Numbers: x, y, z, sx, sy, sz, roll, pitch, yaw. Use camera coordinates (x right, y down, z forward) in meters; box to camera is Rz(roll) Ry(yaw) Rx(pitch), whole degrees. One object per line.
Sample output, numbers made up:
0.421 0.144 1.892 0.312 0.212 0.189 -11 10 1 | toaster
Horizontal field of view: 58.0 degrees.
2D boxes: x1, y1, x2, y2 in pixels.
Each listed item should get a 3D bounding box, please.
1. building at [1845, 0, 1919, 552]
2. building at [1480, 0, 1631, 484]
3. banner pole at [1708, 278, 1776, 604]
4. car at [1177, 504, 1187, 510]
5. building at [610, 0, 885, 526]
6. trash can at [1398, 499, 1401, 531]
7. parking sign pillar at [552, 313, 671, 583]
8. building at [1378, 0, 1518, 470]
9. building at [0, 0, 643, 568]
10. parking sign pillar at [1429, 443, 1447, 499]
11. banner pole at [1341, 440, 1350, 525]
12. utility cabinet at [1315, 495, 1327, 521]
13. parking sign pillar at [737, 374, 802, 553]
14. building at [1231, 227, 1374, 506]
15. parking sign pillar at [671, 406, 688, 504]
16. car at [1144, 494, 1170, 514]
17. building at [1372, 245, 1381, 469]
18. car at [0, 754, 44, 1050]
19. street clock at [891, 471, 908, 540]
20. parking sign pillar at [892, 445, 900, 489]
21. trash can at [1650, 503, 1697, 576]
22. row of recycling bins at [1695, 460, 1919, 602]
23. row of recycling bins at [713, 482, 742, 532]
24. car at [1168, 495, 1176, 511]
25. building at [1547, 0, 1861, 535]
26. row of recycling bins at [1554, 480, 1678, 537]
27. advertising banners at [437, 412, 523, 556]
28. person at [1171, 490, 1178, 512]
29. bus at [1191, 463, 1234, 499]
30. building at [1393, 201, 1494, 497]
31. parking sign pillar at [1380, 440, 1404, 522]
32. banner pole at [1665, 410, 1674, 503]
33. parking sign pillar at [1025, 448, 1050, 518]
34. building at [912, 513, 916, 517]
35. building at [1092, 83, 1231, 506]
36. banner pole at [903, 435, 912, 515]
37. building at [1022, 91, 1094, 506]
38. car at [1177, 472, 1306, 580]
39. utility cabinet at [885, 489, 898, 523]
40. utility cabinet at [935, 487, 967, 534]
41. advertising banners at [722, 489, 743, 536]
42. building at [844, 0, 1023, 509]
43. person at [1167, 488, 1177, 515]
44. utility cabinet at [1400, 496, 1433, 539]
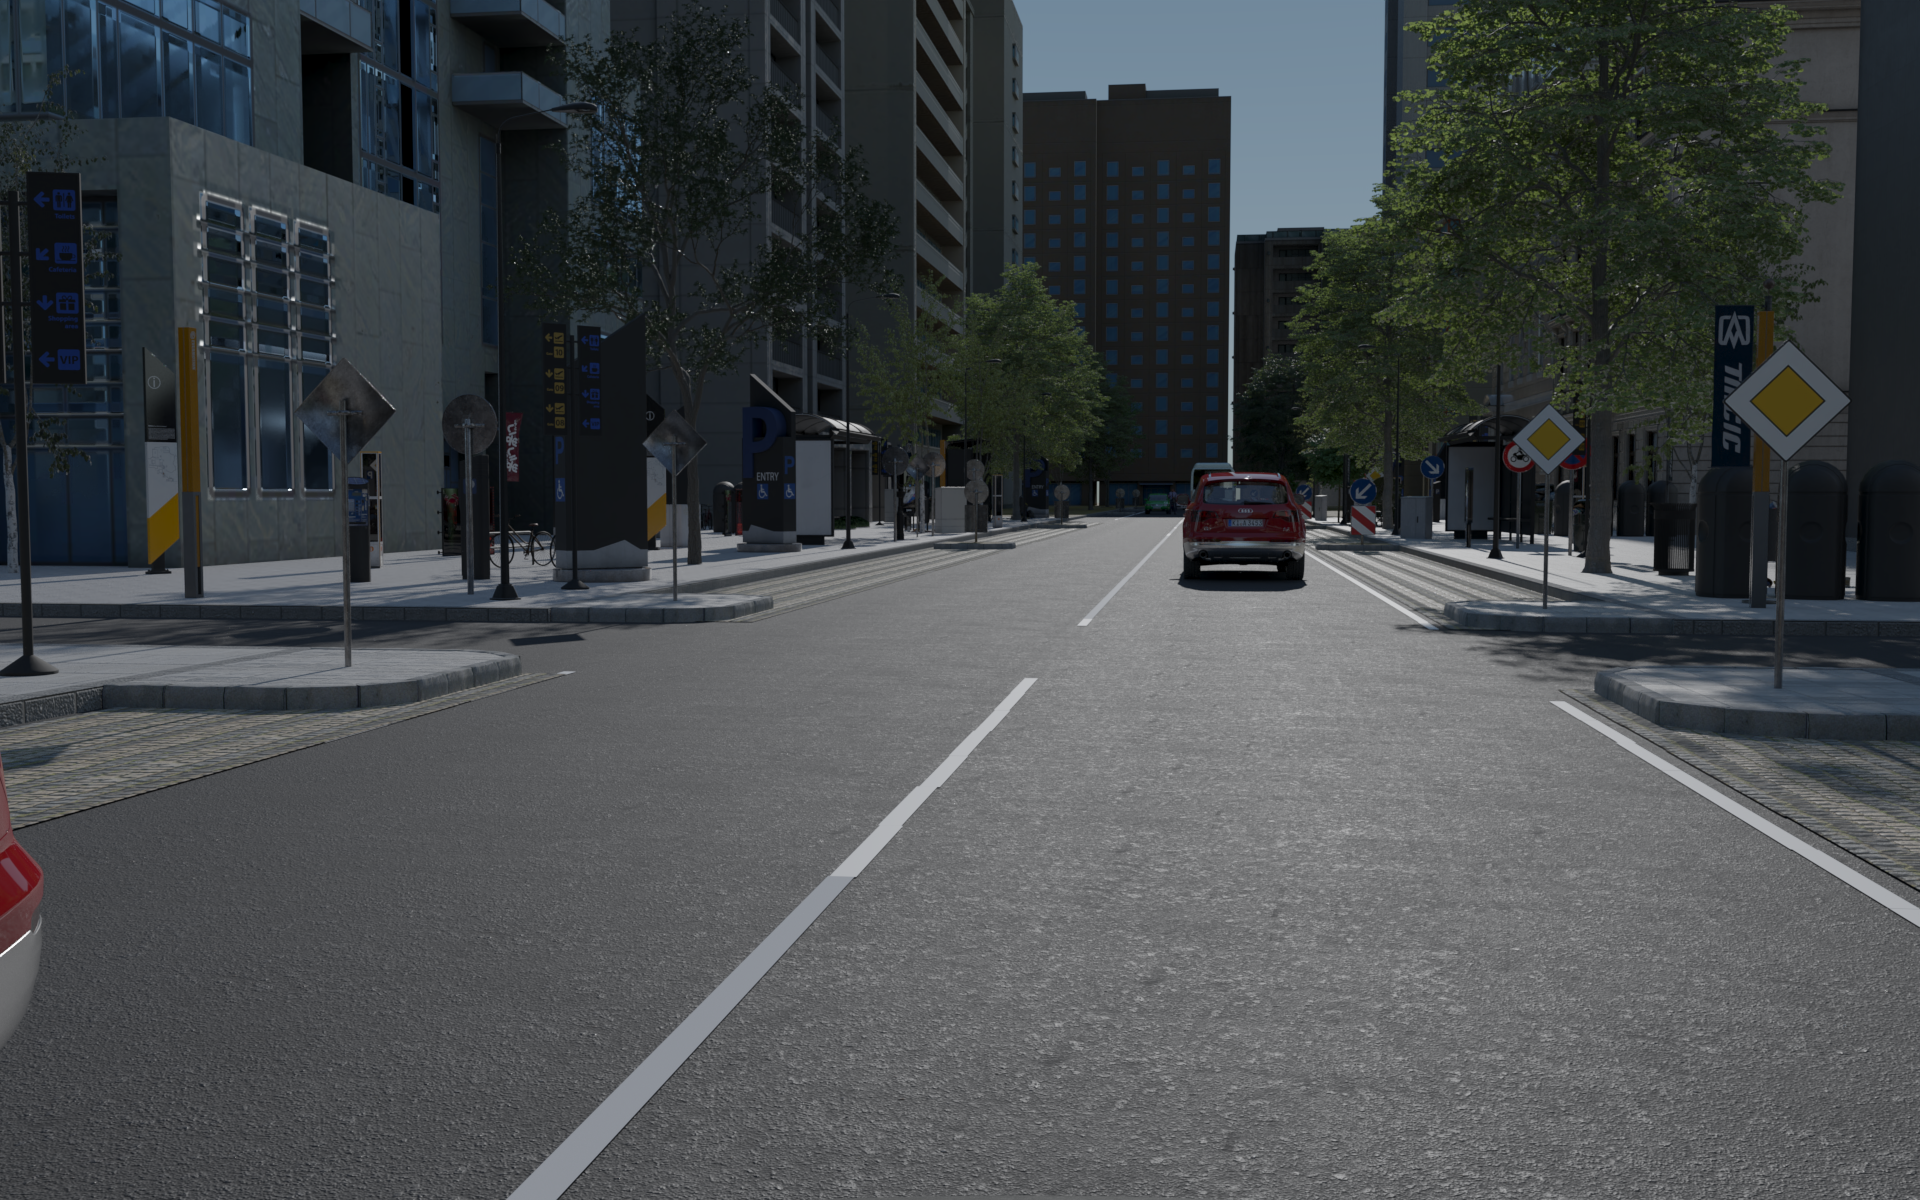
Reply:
30.723 -14.442 29.631 24.014 27.812 14.314 0 4 8 | building
32.995 -18.060 81.189 13.634 28.700 20.117 0 4 8 | building
9.165 -1.847 20.220 0.863 3.779 0.401 0 4 -1 | banner pole
19.653 -8.877 157.505 2.083 1.381 4.827 1 4 9 | car
-14.027 -39.103 77.584 20.563 71.187 20.611 0 4 8 | building
14.234 -2.661 55.166 0.748 1.137 0.748 0 3 0 | trash can
-5.316 -2.272 25.624 1.447 3.967 1.447 -3 4 -36 | parking sign pillar
45.643 -36.743 142.739 21.231 58.520 28.212 0 4 8 | building
-22.326 -44.743 44.214 22.319 86.520 31.000 0 4 8 | building
24.961 -6.241 90.516 1.447 3.967 1.447 3 4 37 | parking sign pillar
15.879 -4.950 70.952 0.401 3.779 0.863 0 4 -1 | banner pole
17.498 -4.454 83.989 0.306 1.237 1.020 0 4 -7 | utility cabinet
-4.252 -3.061 38.514 1.447 3.967 1.447 3 5 39 | parking sign pillar
37.106 -25.614 190.485 14.107 30.474 14.160 0 4 8 | building
-8.486 -3.821 50.941 1.447 3.967 1.447 1 4 13 | parking sign pillar
14.160 -7.028 123.699 1.959 1.807 4.718 1 4 9 | car
50.990 -25.457 187.918 14.107 30.474 14.160 0 4 8 | building
-2.824 0.477 0.883 2.281 1.827 5.304 0 4 6 | car
-1.685 -2.673 48.278 0.358 2.002 0.471 3 5 42 | street clock
-3.446 -6.427 93.550 1.447 3.967 1.447 0 4 -2 | parking sign pillar
11.298 -0.962 27.390 0.748 1.137 0.748 0 3 0 | trash can
10.914 -0.858 21.135 3.534 1.692 1.069 1 4 18 | row of recycling bins
-6.726 -3.082 57.500 3.534 1.692 1.069 2 4 29 | row of recycling bins
17.347 -8.185 146.407 1.945 1.354 3.894 1 4 9 | car
27.892 -12.081 62.152 10.561 19.102 19.286 0 4 8 | building
19.872 -2.774 52.472 3.534 1.692 1.069 0 4 7 | row of recycling bins
-10.031 -2.455 36.329 0.090 3.025 2.074 3 5 42 | advertising banners
17.126 -7.976 139.442 0.750 1.759 0.617 -2 4 -26 | person
15.996 -6.967 108.774 2.948 3.499 13.247 1 4 9 | bus
44.356 -16.513 115.021 27.650 21.520 28.899 0 4 8 | building
19.977 -5.557 79.325 1.447 3.967 1.447 0 4 0 | parking sign pillar
19.348 -3.500 47.235 0.401 3.779 0.863 1 4 11 | banner pole
4.131 -6.434 93.673 1.447 3.967 1.447 2 4 26 | parking sign pillar
-11.652 -29.650 108.487 21.300 48.544 21.600 0 4 8 | building
22.627 -33.151 192.137 14.200 45.320 14.600 0 4 8 | building
-2.169 -4.962 71.151 0.401 3.779 0.863 -2 4 -33 | banner pole
8.455 -33.228 193.384 14.200 45.320 14.600 0 4 8 | building
4.966 -1.341 30.597 2.281 1.827 5.304 0 4 8 | car
-2.736 -4.147 76.476 1.173 1.500 0.318 2 4 25 | utility cabinet
-0.300 -2.874 55.672 0.318 1.500 1.173 3 5 43 | utility cabinet
-6.829 -3.495 53.338 0.090 3.025 2.074 1 4 19 | advertising banners
-6.011 -32.458 154.382 21.600 48.544 21.300 0 4 8 | building
14.803 -6.873 120.747 0.709 1.838 0.599 1 4 12 | person
13.125 -2.364 49.820 0.306 1.237 1.020 -2 4 -29 | utility cabinet
